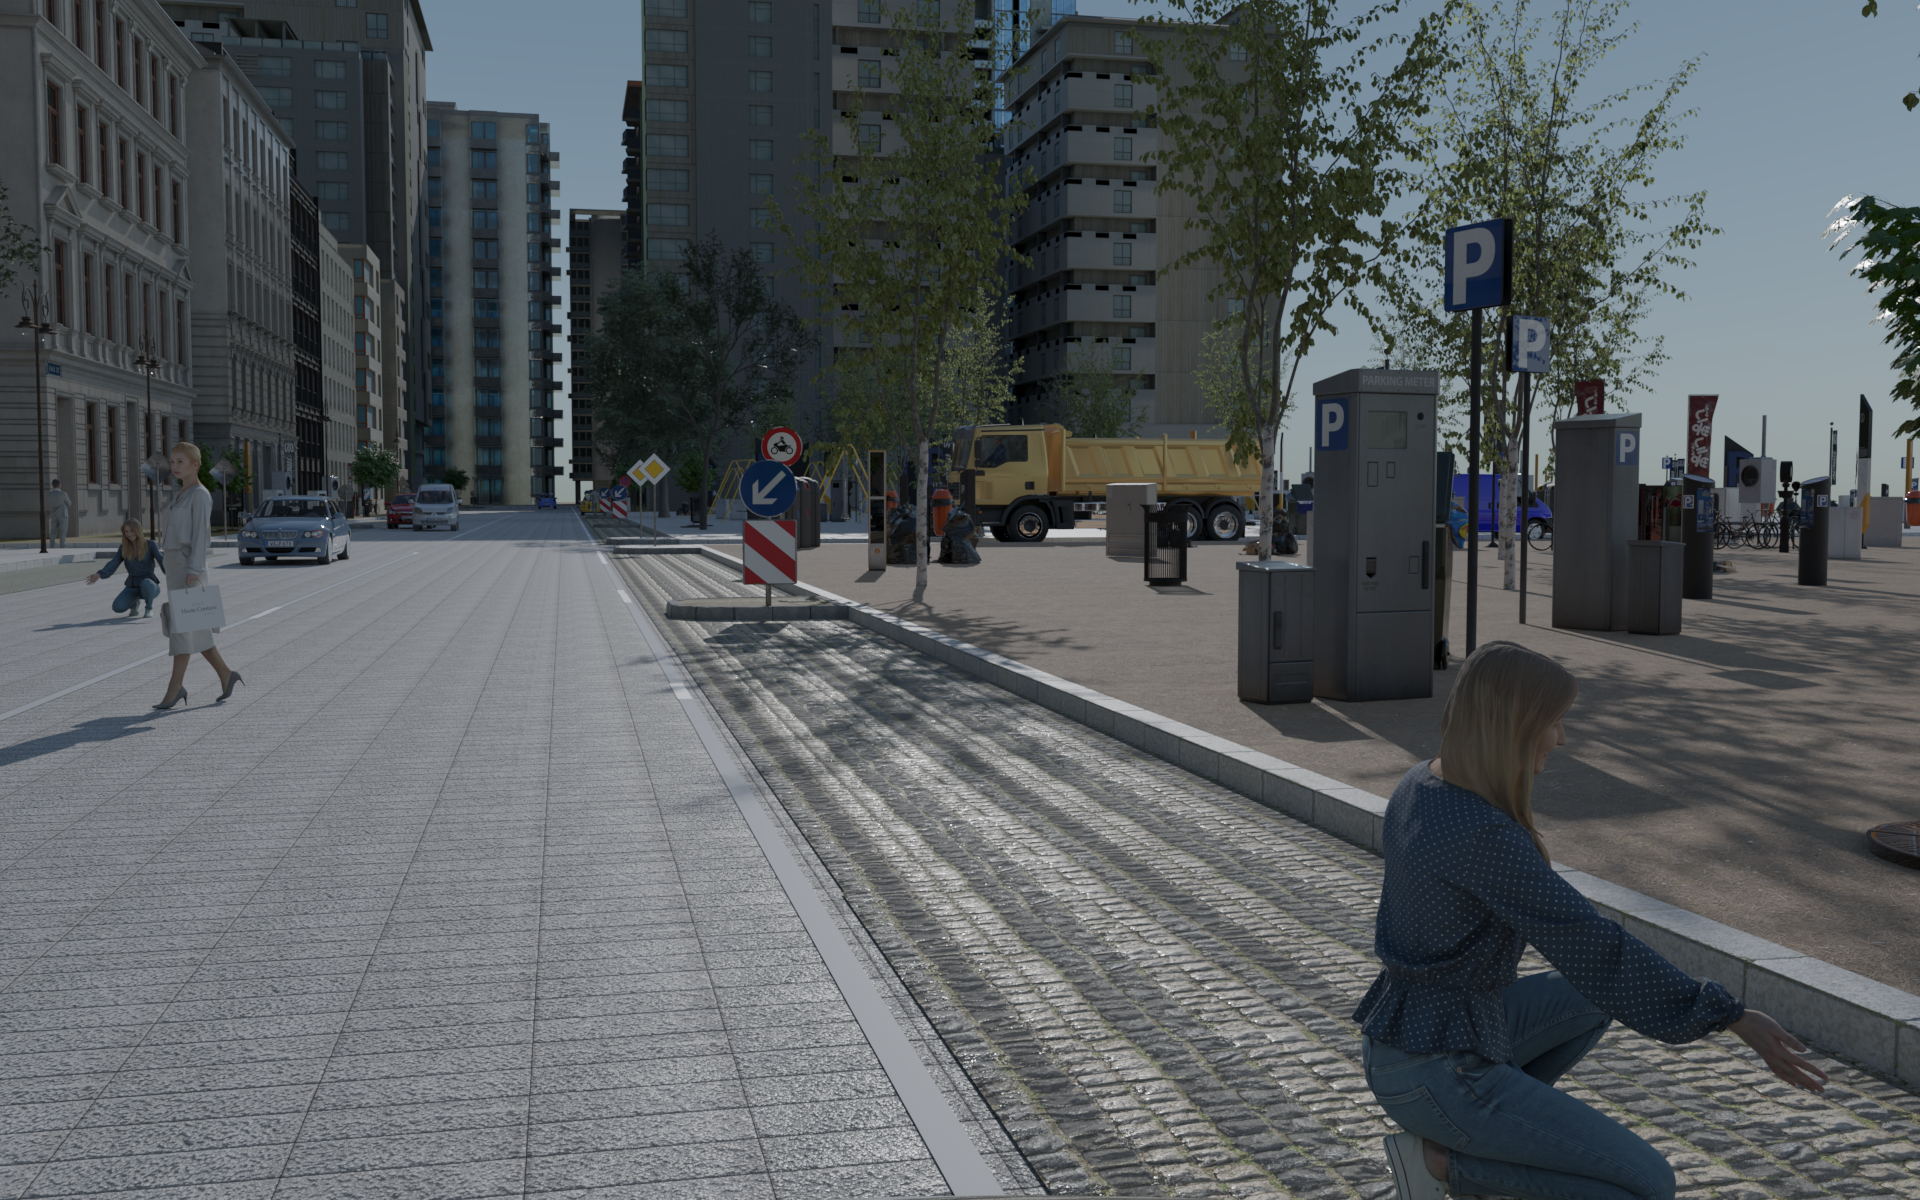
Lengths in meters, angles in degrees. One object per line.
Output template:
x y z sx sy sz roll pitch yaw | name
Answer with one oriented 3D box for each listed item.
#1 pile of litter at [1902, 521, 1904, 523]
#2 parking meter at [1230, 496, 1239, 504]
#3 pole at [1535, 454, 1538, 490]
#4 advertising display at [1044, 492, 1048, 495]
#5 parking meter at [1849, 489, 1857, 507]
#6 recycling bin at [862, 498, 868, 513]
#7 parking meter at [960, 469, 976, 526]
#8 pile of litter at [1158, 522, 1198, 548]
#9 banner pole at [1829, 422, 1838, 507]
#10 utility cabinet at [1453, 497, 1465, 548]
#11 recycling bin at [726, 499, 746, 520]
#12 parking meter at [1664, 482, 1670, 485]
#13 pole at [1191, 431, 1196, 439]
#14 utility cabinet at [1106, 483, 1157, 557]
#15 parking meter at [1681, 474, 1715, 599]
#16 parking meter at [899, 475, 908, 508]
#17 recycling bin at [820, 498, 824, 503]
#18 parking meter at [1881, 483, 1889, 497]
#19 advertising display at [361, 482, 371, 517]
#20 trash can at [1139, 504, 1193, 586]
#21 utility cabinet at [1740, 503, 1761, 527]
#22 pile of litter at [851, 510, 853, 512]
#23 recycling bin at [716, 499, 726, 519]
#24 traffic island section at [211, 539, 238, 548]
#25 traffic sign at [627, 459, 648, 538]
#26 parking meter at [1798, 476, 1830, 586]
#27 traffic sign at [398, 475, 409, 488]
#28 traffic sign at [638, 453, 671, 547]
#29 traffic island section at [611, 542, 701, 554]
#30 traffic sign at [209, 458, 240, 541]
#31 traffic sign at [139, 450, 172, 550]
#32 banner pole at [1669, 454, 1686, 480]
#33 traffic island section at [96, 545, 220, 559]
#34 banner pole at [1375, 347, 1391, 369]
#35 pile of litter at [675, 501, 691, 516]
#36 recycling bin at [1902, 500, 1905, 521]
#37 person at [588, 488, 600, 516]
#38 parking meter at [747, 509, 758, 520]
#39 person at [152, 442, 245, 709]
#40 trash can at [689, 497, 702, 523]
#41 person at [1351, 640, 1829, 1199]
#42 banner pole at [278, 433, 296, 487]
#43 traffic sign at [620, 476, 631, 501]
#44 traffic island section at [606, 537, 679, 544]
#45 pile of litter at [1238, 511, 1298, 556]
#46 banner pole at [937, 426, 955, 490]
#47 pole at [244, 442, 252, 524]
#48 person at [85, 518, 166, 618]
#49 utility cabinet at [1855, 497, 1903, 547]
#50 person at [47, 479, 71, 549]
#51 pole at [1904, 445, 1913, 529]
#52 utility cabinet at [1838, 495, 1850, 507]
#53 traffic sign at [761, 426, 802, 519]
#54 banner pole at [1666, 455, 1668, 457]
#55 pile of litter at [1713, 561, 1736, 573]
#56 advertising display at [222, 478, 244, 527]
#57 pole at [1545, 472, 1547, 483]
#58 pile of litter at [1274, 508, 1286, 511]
41.952 -3.777 75.713 1.176 0.858 1.719 -1 4 -12 | pile of litter
12.056 -4.140 76.100 0.372 1.533 0.369 0 3 0 | parking meter
29.392 -5.780 88.350 0.158 3.312 0.155 0 3 0 | pole
3.670 -3.750 66.518 0.974 1.923 0.123 -1 4 -22 | advertising display
46.502 -4.999 90.138 0.372 1.533 0.369 0 3 0 | parking meter
-6.319 -6.517 119.106 0.722 1.027 0.722 -2 4 -28 | recycling bin
0.179 -2.144 40.762 0.255 1.863 0.399 -2 4 -25 | parking meter
4.837 -1.701 41.778 1.719 0.858 1.176 2 4 24 | pile of litter
30.141 -4.271 59.841 0.401 3.779 0.863 1 4 10 | banner pole
11.469 -1.842 41.285 1.020 1.237 0.306 0 4 -3 | utility cabinet
-10.886 -4.415 84.744 0.722 1.027 0.722 -1 4 -19 | recycling bin
34.541 -4.818 84.485 0.255 1.863 0.399 -2 4 -28 | parking meter
7.510 -3.787 55.768 0.158 3.312 0.155 0 3 0 | pole
3.449 -1.610 35.007 0.318 1.500 1.173 -3 4 -38 | utility cabinet
9.043 -0.784 21.236 0.372 1.533 0.369 0 3 0 | parking meter
-1.763 -2.966 54.207 0.255 1.863 0.399 0 4 -5 | parking meter
-8.648 -5.804 107.447 0.722 1.027 0.722 -1 4 -10 | recycling bin
50.986 -5.491 95.489 0.399 1.863 0.255 -2 4 -33 | parking meter
-33.118 -5.588 96.570 0.123 1.923 0.974 0 4 3 | advertising display
2.885 -0.773 24.299 0.748 1.137 0.748 0 3 0 | trash can
30.371 -3.556 66.813 0.318 1.500 1.173 -1 4 -20 | utility cabinet
-8.236 -6.769 124.633 1.176 0.858 1.719 1 4 21 | pile of litter
-11.968 -4.633 88.307 0.722 1.027 0.722 2 4 31 | recycling bin
-20.227 -1.553 47.668 2.009 0.180 2.903 -1 4 -13 | traffic island section
-9.239 -2.841 50.087 0.795 2.450 0.064 -1 4 -13 | traffic sign
11.994 -0.974 24.329 0.372 1.533 0.369 0 3 0 | parking meter
-38.666 -7.353 120.222 0.884 2.594 0.081 0 4 -8 | traffic sign
-7.460 -2.364 42.302 0.795 2.450 0.064 -1 4 -13 | traffic sign
-7.439 -1.230 42.384 2.009 0.180 2.903 -1 4 -13 | traffic island section
-20.206 -2.689 47.611 0.795 2.450 0.064 -1 4 -13 | traffic sign
-18.427 -2.213 39.826 0.795 2.450 0.064 -1 4 -13 | traffic sign
44.491 -7.174 107.304 0.401 3.779 0.863 -3 5 -42 | banner pole
-18.448 -1.077 39.883 2.009 0.180 2.903 -1 4 -13 | traffic island section
7.279 -2.439 29.894 0.401 3.779 0.863 0 4 -4 | banner pole
-16.224 -5.467 103.353 1.719 0.858 1.176 -2 4 -26 | pile of litter
42.636 -3.975 77.553 0.722 1.027 0.722 -1 4 -13 | recycling bin
-22.889 -6.104 108.422 0.709 1.813 0.853 -3 5 -40 | person
-6.822 -3.135 56.973 0.399 1.863 0.255 -1 4 -22 | parking meter
-5.174 -0.176 11.735 0.624 1.780 0.694 -2 4 -31 | person
-11.545 -3.945 76.149 0.748 1.137 0.748 0 3 0 | trash can
1.150 0.643 3.485 0.738 1.151 1.012 0 4 3 | person
-27.528 -4.938 70.752 0.401 3.779 0.863 3 5 41 | banner pole
-23.466 -7.421 121.447 0.768 2.556 0.104 0 4 -7 | traffic sign
-9.218 -1.706 50.169 2.009 0.180 2.903 -1 4 -13 | traffic island section
6.525 -1.400 36.847 1.719 0.858 1.176 -3 4 -36 | pile of litter
-0.565 -4.513 63.799 0.863 3.779 0.401 0 4 7 | banner pole
-27.718 -4.503 67.459 0.158 3.312 0.155 0 3 0 | pole
-9.489 -0.374 20.111 1.012 1.151 0.738 0 4 -5 | person
22.543 -1.918 42.529 1.020 1.237 0.306 1 4 17 | utility cabinet
-21.903 -2.047 42.157 0.511 1.800 0.466 -1 4 -8 | person
34.904 -4.274 63.727 0.158 3.312 0.155 0 3 0 | pole
52.875 -5.632 103.244 1.020 1.237 0.306 -1 4 -13 | utility cabinet
-3.363 -1.997 32.753 0.768 2.556 0.104 0 4 -5 | traffic sign
45.731 -7.430 111.494 0.863 3.779 0.401 2 4 29 | banner pole
12.363 -0.924 29.077 1.176 0.858 1.719 1 4 12 | pile of litter
-28.369 -3.816 67.603 0.974 1.923 0.123 1 4 22 | advertising display
46.169 -8.724 136.483 0.158 3.312 0.155 0 3 0 | pole
10.403 -2.570 55.983 1.719 0.858 1.176 2 4 35 | pile of litter
